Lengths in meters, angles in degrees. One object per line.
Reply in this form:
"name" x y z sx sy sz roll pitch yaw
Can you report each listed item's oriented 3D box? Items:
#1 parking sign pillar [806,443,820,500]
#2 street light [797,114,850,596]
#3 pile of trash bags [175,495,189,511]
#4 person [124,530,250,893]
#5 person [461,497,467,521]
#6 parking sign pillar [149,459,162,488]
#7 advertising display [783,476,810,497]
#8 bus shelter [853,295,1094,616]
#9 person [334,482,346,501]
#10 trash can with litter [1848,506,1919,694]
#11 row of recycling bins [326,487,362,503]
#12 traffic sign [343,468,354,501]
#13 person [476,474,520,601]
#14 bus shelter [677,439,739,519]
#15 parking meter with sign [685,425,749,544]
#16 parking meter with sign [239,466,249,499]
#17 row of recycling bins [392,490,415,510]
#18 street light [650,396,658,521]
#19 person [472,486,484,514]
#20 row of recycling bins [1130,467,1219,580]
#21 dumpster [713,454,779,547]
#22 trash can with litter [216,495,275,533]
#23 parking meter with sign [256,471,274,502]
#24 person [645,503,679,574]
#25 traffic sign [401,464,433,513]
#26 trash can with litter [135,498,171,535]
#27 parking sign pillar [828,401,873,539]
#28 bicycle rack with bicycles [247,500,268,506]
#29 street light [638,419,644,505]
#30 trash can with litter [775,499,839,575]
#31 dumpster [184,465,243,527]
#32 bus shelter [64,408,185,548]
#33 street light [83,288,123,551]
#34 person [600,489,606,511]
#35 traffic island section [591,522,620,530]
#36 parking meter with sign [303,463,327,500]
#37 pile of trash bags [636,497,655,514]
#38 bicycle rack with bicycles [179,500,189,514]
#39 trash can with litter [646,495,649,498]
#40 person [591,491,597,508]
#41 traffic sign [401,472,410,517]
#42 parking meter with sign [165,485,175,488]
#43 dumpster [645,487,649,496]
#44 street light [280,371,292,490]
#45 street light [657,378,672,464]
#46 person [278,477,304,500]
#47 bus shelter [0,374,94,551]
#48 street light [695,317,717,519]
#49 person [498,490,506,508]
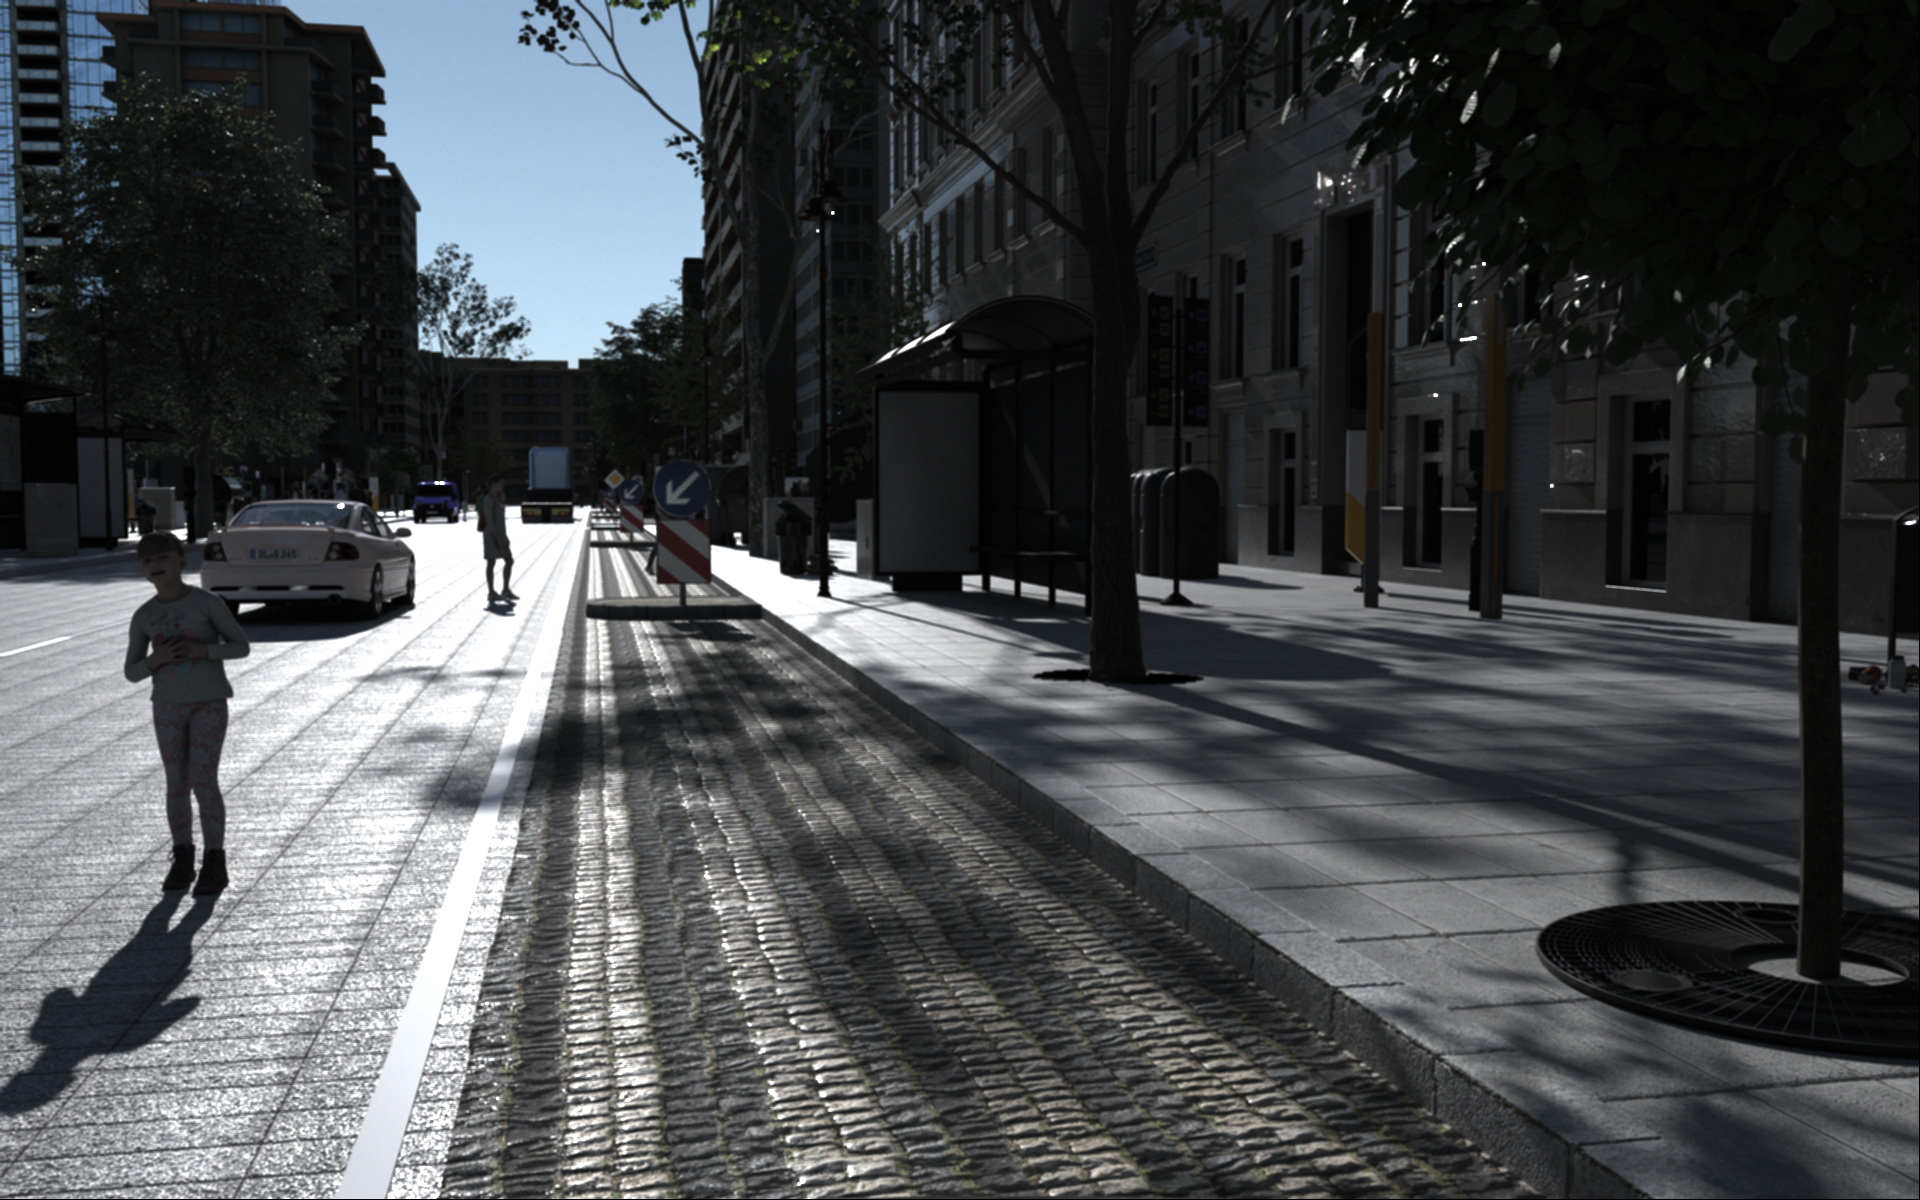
"parking sign pillar" -6.952 -5.891 84.782 1.447 3.967 1.447 3 5 42
"street light" -1.707 -2.985 21.595 0.468 5.910 1.993 -1 4 -12
"pile of trash bags" -60.508 -7.693 135.531 1.912 1.369 3.447 2 4 23
"person" -2.808 0.396 6.303 0.425 1.301 0.394 -1 4 -22
"person" -26.276 -4.840 91.912 0.425 1.301 0.394 1 4 21
"parking sign pillar" -57.721 -8.304 124.236 1.447 3.967 1.447 0 4 -6
"advertising display" -5.892 -3.501 62.453 0.974 1.923 0.123 -1 4 -17
"bus shelter" 0.163 -1.617 20.369 2.014 3.302 5.546 -1 4 -12
"person" -18.544 -2.639 51.904 0.793 1.790 0.793 3 5 43
"trash can with litter" 6.966 -0.035 11.623 2.233 1.210 1.678 0 4 1
"row of recycling bins" -38.436 -6.178 108.130 3.534 1.692 1.069 3 5 42
"traffic sign" -30.539 -5.263 86.150 0.768 2.556 0.104 0 4 -3
"person" -6.252 -0.845 23.322 0.522 1.701 0.512 0 4 -1
"bus shelter" -9.661 -4.425 66.276 2.014 3.302 5.546 -1 4 -12
"parking meter with sign" -6.120 -2.933 44.214 1.738 3.016 0.543 -1 4 -13
"parking meter with sign" -43.717 -6.672 105.340 0.543 3.016 1.738 -1 4 -10
"row of recycling bins" -45.711 -8.377 144.081 1.069 1.692 3.534 2 4 33
"street light" -14.302 -6.648 81.479 0.468 5.910 1.993 -1 4 -12
"person" -22.741 -4.484 82.055 0.600 1.795 0.529 1 4 12
"row of recycling bins" 3.293 -1.258 27.677 1.069 1.692 3.534 0 4 -7
"dumpster" -5.318 -2.477 42.987 1.502 2.255 1.985 -1 4 -12
"trash can with litter" -23.433 -2.719 55.511 1.678 1.210 2.233 1 4 22
"parking meter with sign" -52.252 -8.235 130.896 0.543 3.016 1.738 3 4 37
"person" -5.257 -1.324 30.734 0.643 1.750 0.593 1 4 22
"traffic sign" -37.358 -7.652 118.977 2.265 3.308 0.079 0 4 -5
"trash can with litter" -25.070 -2.597 53.852 1.055 1.170 0.624 0 4 6
"parking sign pillar" -3.056 -3.733 49.502 1.447 3.967 1.447 0 4 7
"bicycle rack with bicycles" -41.128 -5.334 100.591 2.925 0.926 2.852 0 4 8
"street light" -19.253 -8.067 104.687 0.468 5.910 1.993 -1 4 -12
"trash can with litter" -2.433 -0.998 27.702 1.055 1.170 0.624 2 4 26
"dumpster" -24.991 -3.394 57.978 1.502 2.255 1.985 -1 4 -12
"bus shelter" -21.236 -3.045 43.715 2.014 3.302 5.546 -1 4 -12
"street light" -19.307 -4.058 39.133 0.468 5.910 1.993 -1 4 -12
"person" -27.789 -7.718 134.869 0.537 1.800 0.526 -3 5 -44
"traffic island section" -15.383 -3.347 76.997 2.009 0.180 2.903 -1 4 -12
"parking meter with sign" -36.389 -6.157 96.923 1.738 3.016 0.543 -3 4 -38
"pile of trash bags" -19.191 -6.136 110.079 1.912 1.369 3.447 2 4 23
"bicycle rack with bicycles" -50.711 -5.939 110.491 2.925 0.926 2.852 2 4 28
"trash can with litter" -24.079 -7.345 131.153 2.233 1.210 1.678 -3 5 -44
"person" -36.380 -9.974 172.123 0.434 1.755 0.990 -3 5 -40
"traffic sign" -31.571 -6.005 98.281 0.768 2.556 0.104 -1 4 -10
"parking meter with sign" -63.481 -8.741 139.179 1.738 3.016 0.543 -1 4 -10
"dumpster" -25.723 -8.398 139.796 1.502 2.255 1.985 -1 4 -12
"street light" -24.278 -5.487 62.503 0.468 5.910 1.993 -1 4 -12
"street light" -11.622 -5.870 68.755 0.468 5.910 1.993 -1 4 -12
"person" -15.141 -1.896 39.491 0.794 1.824 0.713 -3 4 -38
"bus shelter" -20.156 -2.786 36.830 1.731 3.624 6.357 -1 4 -12
"street light" -6.632 -4.438 45.342 0.468 5.910 1.993 -1 4 -12
"person" -37.318 -8.093 141.019 0.583 1.804 0.606 1 4 16
